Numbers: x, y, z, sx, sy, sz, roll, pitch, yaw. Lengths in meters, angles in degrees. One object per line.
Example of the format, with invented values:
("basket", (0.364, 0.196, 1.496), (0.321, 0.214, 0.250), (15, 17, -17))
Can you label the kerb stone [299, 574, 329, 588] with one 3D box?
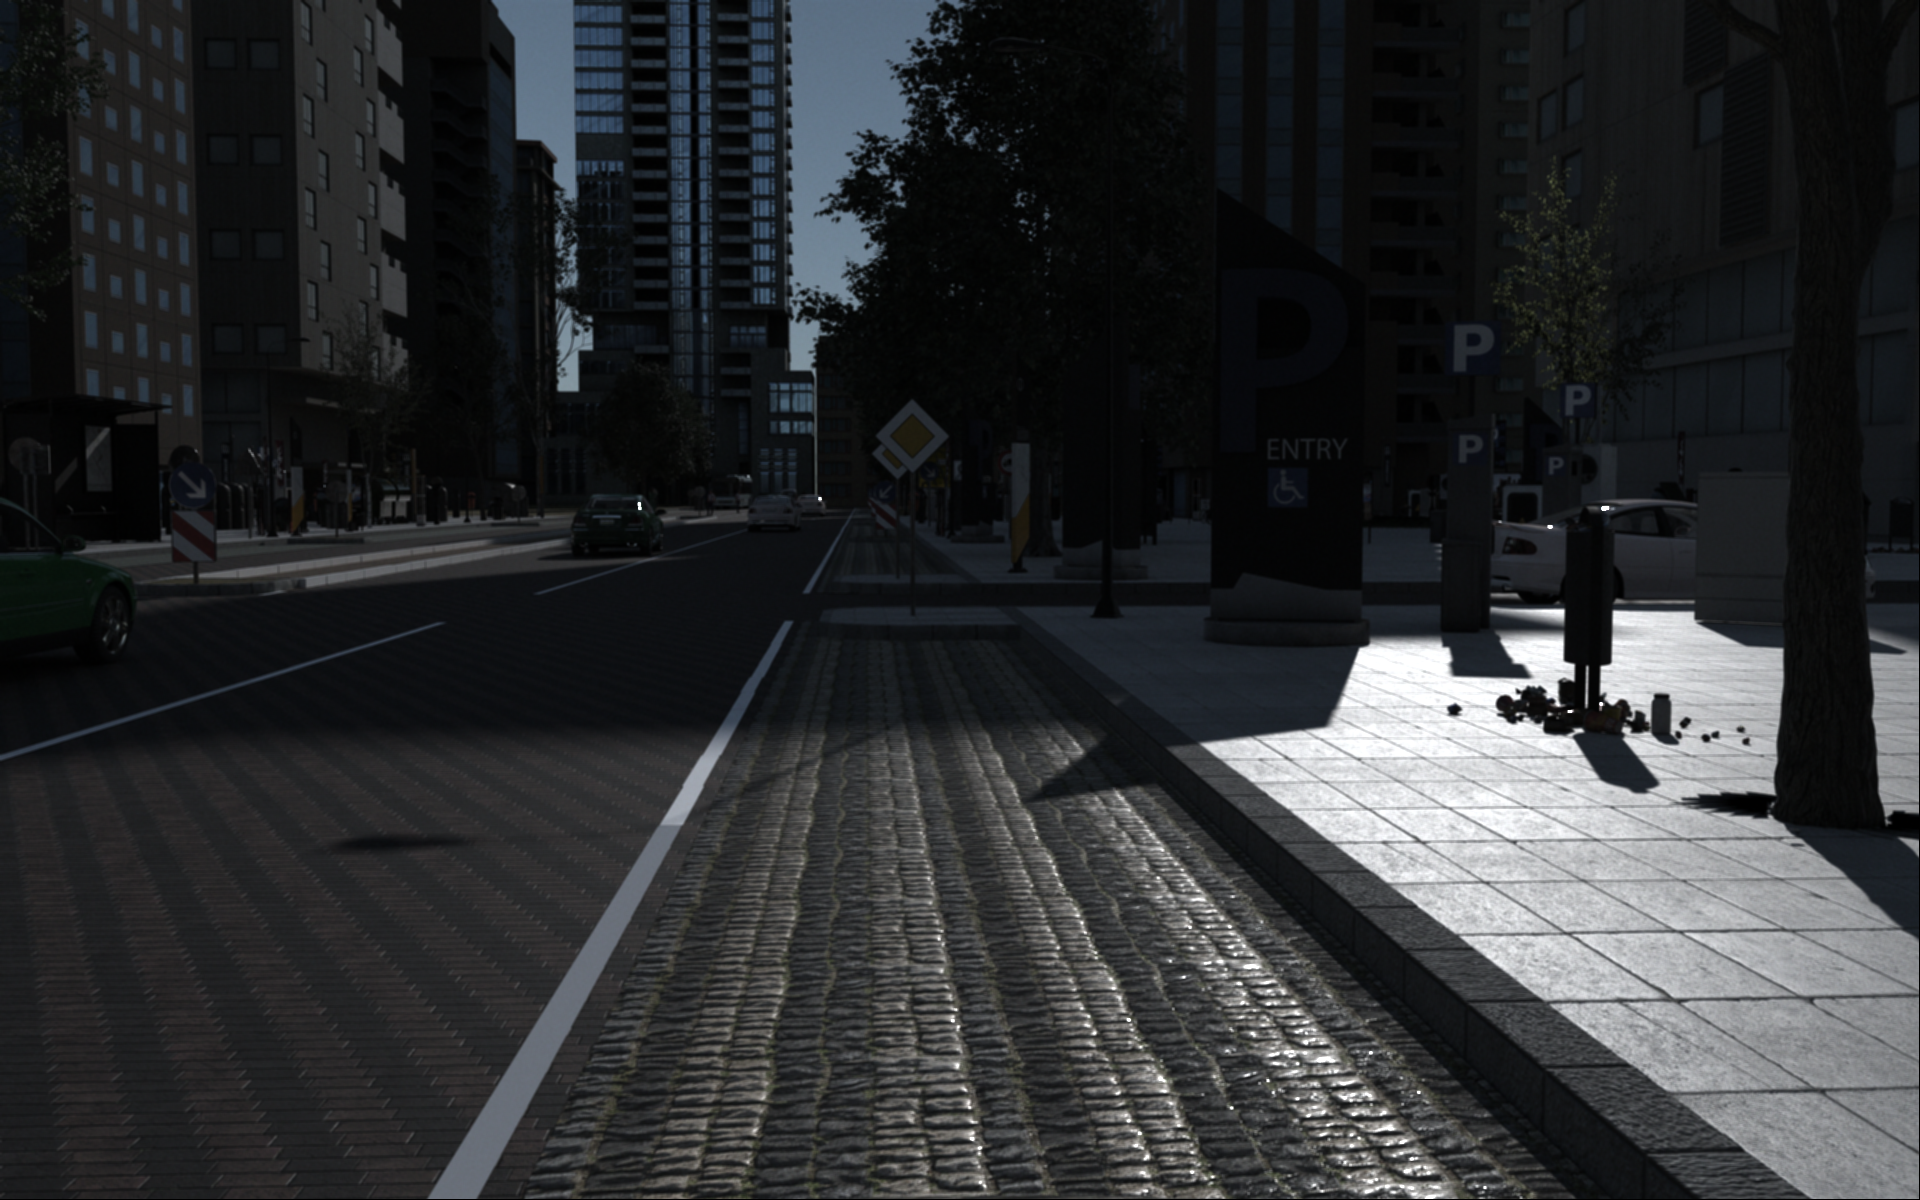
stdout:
("kerb stone", (-10.016, -0.281, 26.787), (0.120, 0.150, 1.000), (0, 4, -3))

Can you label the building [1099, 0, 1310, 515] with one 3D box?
("building", (16.780, -29.306, 129.264), (14.600, 45.320, 14.200), (0, 4, -3))

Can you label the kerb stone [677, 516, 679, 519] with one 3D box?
("kerb stone", (-16.027, -4.594, 97.299), (0.120, 0.150, 1.000), (0, 4, -3))

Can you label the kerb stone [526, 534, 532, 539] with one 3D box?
("kerb stone", (-13.648, -1.964, 54.311), (0.120, 0.150, 1.000), (0, 4, -3))

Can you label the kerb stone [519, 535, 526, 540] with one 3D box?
("kerb stone", (-13.587, -1.895, 53.291), (0.120, 0.150, 1.000), (0, 4, -3))

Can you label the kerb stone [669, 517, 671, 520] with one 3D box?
("kerb stone", (-15.802, -4.343, 93.203), (0.120, 0.150, 1.000), (0, 4, -3))

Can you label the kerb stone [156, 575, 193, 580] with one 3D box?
("kerb stone", (-12.111, -0.273, 26.675), (0.120, 0.150, 1.000), (0, 4, -3))

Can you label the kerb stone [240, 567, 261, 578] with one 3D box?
("kerb stone", (-12.279, -0.462, 29.747), (0.120, 0.150, 1.000), (0, 4, -3))

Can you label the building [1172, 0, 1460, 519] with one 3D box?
("building", (17.941, -27.197, 94.783), (14.600, 45.320, 14.200), (0, 4, -3))

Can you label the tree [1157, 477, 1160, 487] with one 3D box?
("tree", (8.114, -5.161, 78.980), (1.663, 3.219, 1.824), (0, 3, 0))

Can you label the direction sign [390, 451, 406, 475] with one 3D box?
("direction sign", (-29.514, -6.059, 91.059), (0.876, 3.537, 0.379), (0, 4, -1))

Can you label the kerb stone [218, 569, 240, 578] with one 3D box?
("kerb stone", (-12.228, -0.393, 28.727), (0.120, 0.150, 1.000), (0, 4, -3))

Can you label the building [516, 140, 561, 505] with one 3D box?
("building", (-63.210, -33.789, 207.068), (28.867, 44.769, 22.147), (0, 4, -3))

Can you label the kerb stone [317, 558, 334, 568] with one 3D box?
("kerb stone", (-12.505, -0.711, 33.837), (0.120, 0.150, 1.000), (0, 4, -3))

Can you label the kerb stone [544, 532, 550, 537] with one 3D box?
("kerb stone", (-13.818, -2.151, 57.382), (0.120, 0.150, 1.000), (0, 4, -3))

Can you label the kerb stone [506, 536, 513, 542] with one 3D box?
("kerb stone", (-13.473, -1.776, 51.250), (0.120, 0.150, 1.000), (0, 4, -3))

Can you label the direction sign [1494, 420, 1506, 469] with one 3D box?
("direction sign", (16.254, -3.737, 53.091), (0.876, 3.537, 0.379), (1, 4, 19))

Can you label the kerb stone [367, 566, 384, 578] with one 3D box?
("kerb stone", (-10.178, -0.467, 29.850), (0.120, 0.150, 1.000), (0, 4, -3))

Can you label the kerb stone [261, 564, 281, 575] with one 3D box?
("kerb stone", (-12.344, -0.518, 30.768), (0.120, 0.150, 1.000), (0, 4, -3))

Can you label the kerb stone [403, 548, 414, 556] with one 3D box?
("kerb stone", (-12.854, -1.088, 39.989), (0.120, 0.150, 1.000), (0, 4, -3))

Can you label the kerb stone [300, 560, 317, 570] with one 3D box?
("kerb stone", (-12.449, -0.650, 32.817), (0.120, 0.150, 1.000), (0, 4, -3))

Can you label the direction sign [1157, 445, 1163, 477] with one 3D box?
("direction sign", (9.080, -5.422, 80.641), (0.379, 3.537, 0.876), (-3, 5, -41))

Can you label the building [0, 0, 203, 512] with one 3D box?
("building", (-45.286, -26.298, 80.083), (14.600, 45.320, 14.200), (0, 4, -3))

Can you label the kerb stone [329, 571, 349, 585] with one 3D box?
("kerb stone", (-10.066, -0.343, 27.808), (0.120, 0.150, 1.000), (0, 4, -3))

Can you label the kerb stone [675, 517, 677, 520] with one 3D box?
("kerb stone", (-15.976, -4.526, 96.275), (0.120, 0.150, 1.000), (0, 4, -3))

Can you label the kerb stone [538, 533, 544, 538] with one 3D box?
("kerb stone", (-13.760, -2.088, 56.361), (0.120, 0.150, 1.000), (0, 4, -3))

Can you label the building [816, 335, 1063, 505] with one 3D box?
("building", (-2.807, -22.494, 212.812), (28.899, 21.520, 27.650), (0, 4, -3))

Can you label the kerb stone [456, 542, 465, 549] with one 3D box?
("kerb stone", (-13.136, -1.402, 45.120), (0.120, 0.150, 1.000), (0, 4, -3))

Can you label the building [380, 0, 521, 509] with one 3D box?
("building", (-47.770, -30.800, 153.697), (14.200, 45.320, 14.600), (0, 4, -3))

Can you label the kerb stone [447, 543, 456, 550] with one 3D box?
("kerb stone", (-13.081, -1.339, 44.095), (0.120, 0.150, 1.000), (0, 4, -3))

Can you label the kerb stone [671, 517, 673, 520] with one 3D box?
("kerb stone", (-15.864, -4.405, 94.223), (0.120, 0.150, 1.000), (0, 4, -3))

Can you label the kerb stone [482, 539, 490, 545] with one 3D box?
("kerb stone", (-13.310, -1.587, 48.184), (0.120, 0.150, 1.000), (0, 4, -3))

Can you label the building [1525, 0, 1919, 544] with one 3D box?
("building", (35.879, -28.453, 54.440), (27.495, 52.752, 28.713), (0, 4, -3))

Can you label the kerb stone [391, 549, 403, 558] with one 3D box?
("kerb stone", (-12.794, -1.026, 38.968), (0.120, 0.150, 1.000), (0, 4, -3))

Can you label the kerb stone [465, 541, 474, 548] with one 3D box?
("kerb stone", (-13.195, -1.465, 46.140), (0.120, 0.150, 1.000), (0, 4, -3))

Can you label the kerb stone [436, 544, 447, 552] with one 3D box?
("kerb stone", (-13.013, -1.277, 43.075), (0.120, 0.150, 1.000), (0, 4, -3))

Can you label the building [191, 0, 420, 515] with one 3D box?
("building", (-52.275, -31.943, 111.507), (28.713, 52.752, 27.495), (0, 4, -3))

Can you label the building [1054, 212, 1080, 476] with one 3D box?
("building", (25.504, -38.233, 214.347), (27.495, 52.752, 28.713), (0, 4, -3))

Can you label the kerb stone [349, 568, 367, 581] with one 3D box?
("kerb stone", (-10.124, -0.402, 28.830), (0.120, 0.150, 1.000), (0, 4, -3))

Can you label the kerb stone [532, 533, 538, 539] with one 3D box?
("kerb stone", (-13.704, -2.027, 55.333), (0.120, 0.150, 1.000), (0, 4, -3))

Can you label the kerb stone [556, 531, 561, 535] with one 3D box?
("kerb stone", (-13.929, -2.278, 59.437), (0.120, 0.150, 1.000), (0, 4, -3))

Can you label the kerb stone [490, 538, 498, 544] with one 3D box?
("kerb stone", (-13.364, -1.649, 49.208), (0.120, 0.150, 1.000), (0, 4, -3))

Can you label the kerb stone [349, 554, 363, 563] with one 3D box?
("kerb stone", (-12.624, -0.838, 35.899), (0.120, 0.150, 1.000), (0, 4, -3))

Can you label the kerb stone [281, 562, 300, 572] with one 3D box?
("kerb stone", (-12.393, -0.587, 31.794), (0.120, 0.150, 1.000), (0, 4, -3))

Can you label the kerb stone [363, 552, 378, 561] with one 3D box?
("kerb stone", (-12.669, -0.901, 36.920), (0.120, 0.150, 1.000), (0, 4, -3))

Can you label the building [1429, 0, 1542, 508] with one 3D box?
("building", (52.990, -32.518, 155.377), (21.600, 48.544, 21.300), (0, 4, -3))

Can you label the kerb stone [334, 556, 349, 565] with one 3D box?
("kerb stone", (-12.562, -0.775, 34.864), (0.120, 0.150, 1.000), (0, 4, -3))

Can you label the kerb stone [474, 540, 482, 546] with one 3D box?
("kerb stone", (-13.255, -1.527, 47.164), (0.120, 0.150, 1.000), (0, 4, -3))

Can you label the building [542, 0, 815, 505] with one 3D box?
("building", (-33.122, -54.672, 206.562), (31.000, 86.520, 22.319), (0, 4, -3))

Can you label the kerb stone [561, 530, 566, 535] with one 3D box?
("kerb stone", (-13.984, -2.340, 60.458), (0.120, 0.150, 1.000), (0, 4, -3))

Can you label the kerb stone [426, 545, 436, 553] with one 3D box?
("kerb stone", (-12.965, -1.213, 42.041), (0.120, 0.150, 1.000), (0, 4, -3))

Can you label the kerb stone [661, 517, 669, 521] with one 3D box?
("kerb stone", (-15.748, -4.280, 92.178), (0.120, 0.150, 1.000), (0, 4, -3))

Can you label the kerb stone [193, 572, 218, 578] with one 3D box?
("kerb stone", (-12.164, -0.336, 27.706), (0.120, 0.150, 1.000), (0, 4, -3))

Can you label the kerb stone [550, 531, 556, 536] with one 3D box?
("kerb stone", (-13.872, -2.209, 58.403), (0.120, 0.150, 1.000), (0, 4, -3))

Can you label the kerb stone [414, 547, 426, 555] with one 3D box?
("kerb stone", (-12.901, -1.150, 41.016), (0.120, 0.150, 1.000), (0, 4, -3))

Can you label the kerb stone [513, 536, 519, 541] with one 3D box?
("kerb stone", (-13.538, -1.836, 52.270), (0.120, 0.150, 1.000), (0, 4, -3))

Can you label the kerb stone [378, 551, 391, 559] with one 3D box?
("kerb stone", (-12.732, -0.963, 37.948), (0.120, 0.150, 1.000), (0, 4, -3))

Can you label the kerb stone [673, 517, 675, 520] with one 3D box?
("kerb stone", (-15.926, -4.468, 95.244), (0.120, 0.150, 1.000), (0, 4, -3))

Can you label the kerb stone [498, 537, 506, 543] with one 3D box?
("kerb stone", (-13.418, -1.715, 50.229), (0.120, 0.150, 1.000), (0, 4, -3))

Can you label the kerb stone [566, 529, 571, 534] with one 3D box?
("kerb stone", (-14.043, -2.399, 61.480), (0.120, 0.150, 1.000), (0, 4, -3))
